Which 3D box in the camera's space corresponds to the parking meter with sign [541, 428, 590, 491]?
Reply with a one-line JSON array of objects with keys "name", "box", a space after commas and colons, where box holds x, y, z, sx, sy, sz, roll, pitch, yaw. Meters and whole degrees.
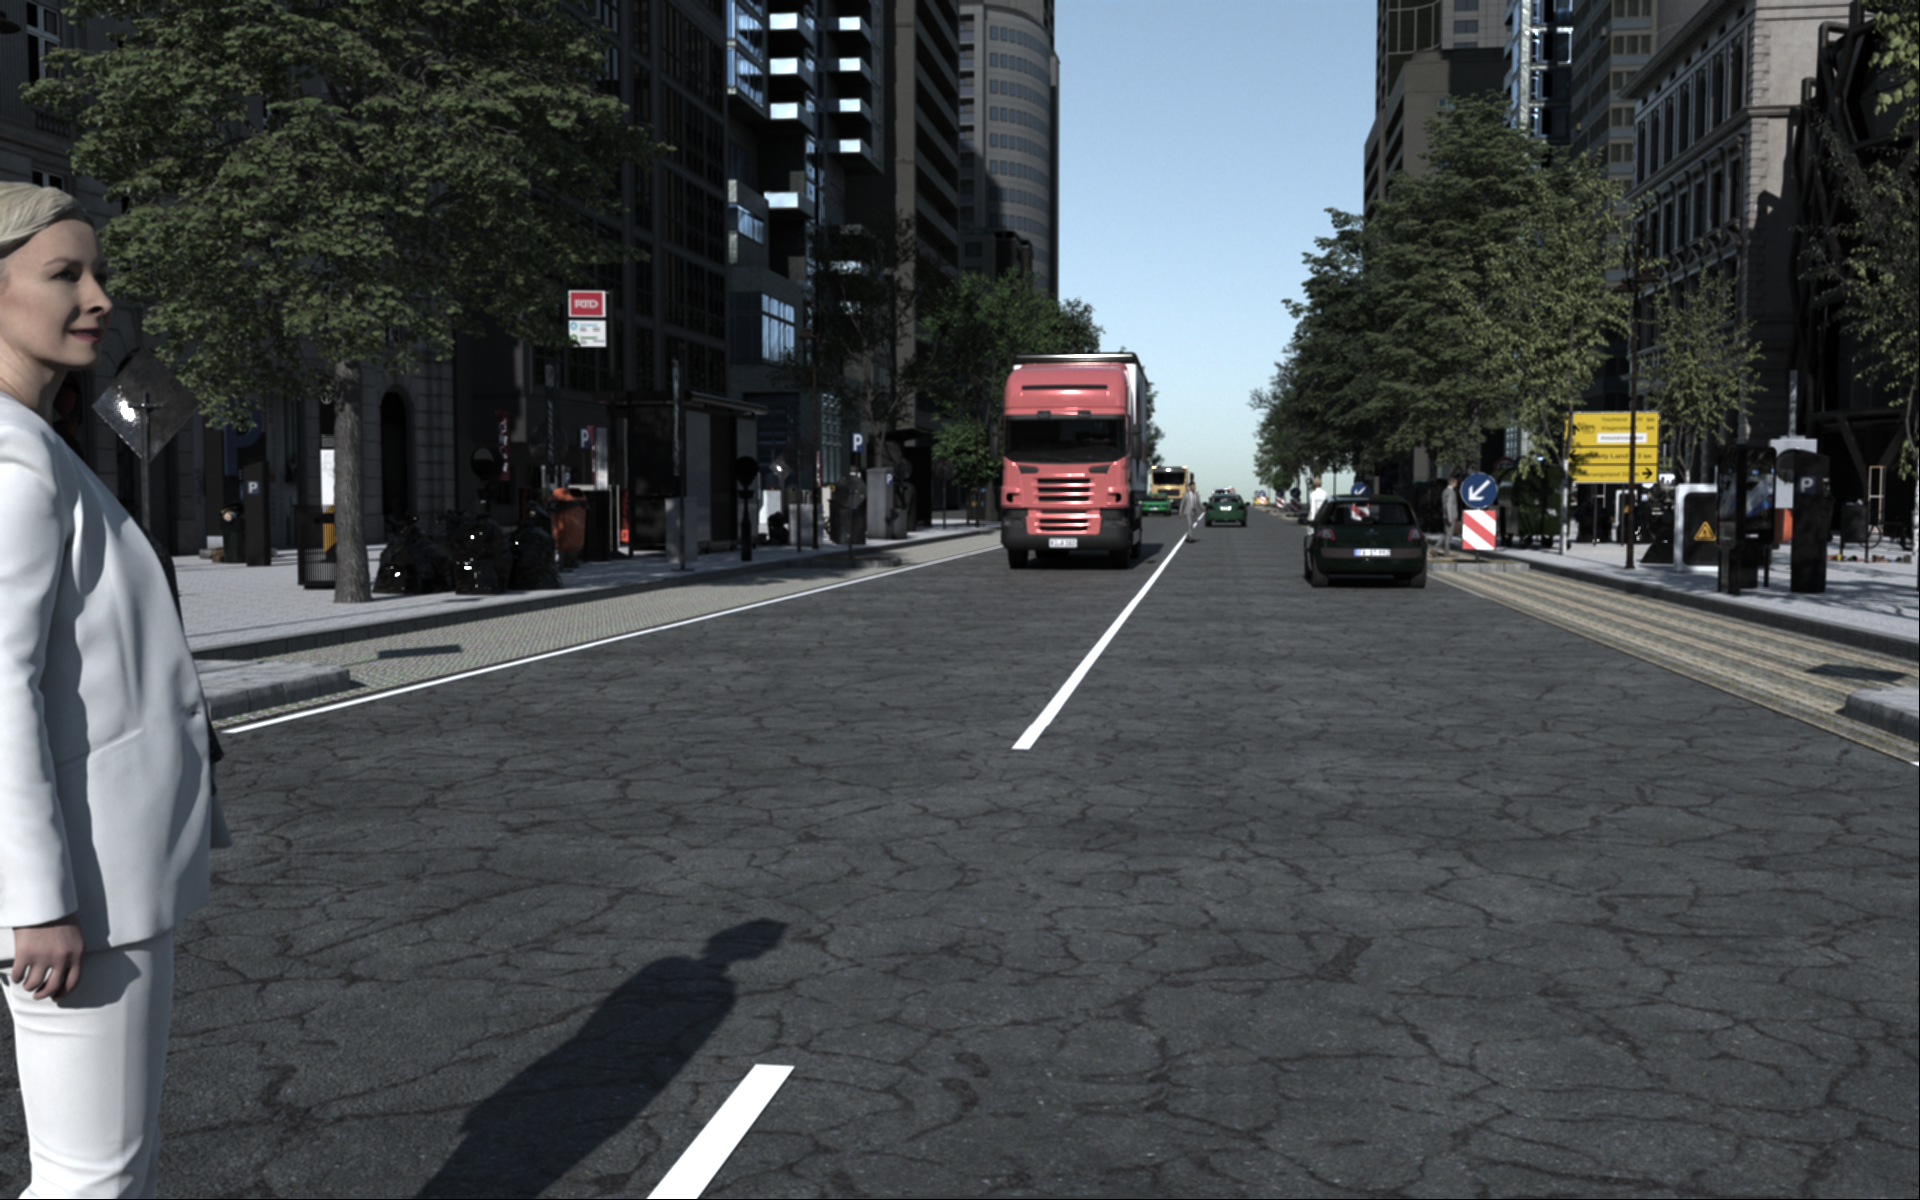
[{"name": "parking meter with sign", "box": [-10.731, -3.045, 46.046, 1.738, 3.016, 0.543, 1, 4, 17]}]

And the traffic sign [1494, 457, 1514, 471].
[{"name": "traffic sign", "box": [18.623, -3.616, 59.231, 0.768, 2.556, 0.104, 1, 4, 9]}]

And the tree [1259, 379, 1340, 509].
[{"name": "tree", "box": [30.295, -13.601, 148.129, 9.928, 11.665, 9.643, 0, 3, 0]}]

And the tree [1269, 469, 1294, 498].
[{"name": "tree", "box": [41.266, -14.605, 222.510, 4.285, 4.588, 4.351, 0, 3, 0]}]

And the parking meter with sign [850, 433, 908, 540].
[{"name": "parking meter with sign", "box": [-2.269, -3.225, 48.993, 1.738, 3.016, 0.543, 2, 4, 35]}]

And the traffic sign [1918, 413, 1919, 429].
[{"name": "traffic sign", "box": [11.888, -1.266, 20.798, 0.768, 2.556, 0.104, 1, 4, 13]}]

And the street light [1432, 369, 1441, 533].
[{"name": "street light", "box": [15.472, -5.109, 56.312, 0.468, 5.910, 1.993, 1, 4, 8]}]

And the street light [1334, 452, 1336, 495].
[{"name": "street light", "box": [22.799, -8.105, 105.299, 0.468, 5.910, 1.993, 1, 4, 8]}]

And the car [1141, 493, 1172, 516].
[{"name": "car", "box": [12.749, -6.340, 112.455, 1.959, 1.807, 4.718, 1, 4, 10]}]

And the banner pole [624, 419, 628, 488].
[{"name": "banner pole", "box": [-9.219, -3.541, 47.910, 0.401, 3.779, 0.863, 0, 4, -5]}]

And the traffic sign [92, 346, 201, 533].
[{"name": "traffic sign", "box": [-5.528, -0.498, 11.780, 0.795, 2.450, 0.064, 1, 4, 8]}]

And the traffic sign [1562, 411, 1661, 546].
[{"name": "traffic sign", "box": [15.974, -2.978, 42.564, 2.265, 3.308, 0.079, 1, 4, 12]}]

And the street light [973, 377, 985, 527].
[{"name": "street light", "box": [0.667, -5.746, 66.729, 0.468, 5.910, 1.993, 1, 4, 8]}]

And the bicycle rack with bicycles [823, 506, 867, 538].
[{"name": "bicycle rack with bicycles", "box": [-3.227, -2.344, 51.712, 2.925, 0.926, 2.852, 0, 4, 6]}]

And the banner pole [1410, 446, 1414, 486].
[{"name": "banner pole", "box": [19.881, -5.271, 76.204, 0.401, 3.779, 0.863, 2, 4, 26]}]

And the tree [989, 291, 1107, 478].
[{"name": "tree", "box": [5.415, -11.062, 97.877, 9.611, 12.733, 9.660, 0, 3, 0]}]

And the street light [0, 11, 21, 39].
[{"name": "street light", "box": [-7.450, -2.427, 12.464, 0.468, 5.910, 1.993, 1, 4, 8]}]

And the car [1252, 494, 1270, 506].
[{"name": "car", "box": [34.735, -11.600, 199.879, 2.015, 1.641, 3.980, 1, 4, 8]}]

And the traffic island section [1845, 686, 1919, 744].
[{"name": "traffic island section", "box": [6.505, 0.748, 10.046, 2.009, 0.180, 2.903, 1, 4, 8]}]

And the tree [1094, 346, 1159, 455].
[{"name": "tree", "box": [12.357, -14.822, 149.002, 9.857, 13.997, 8.962, 0, 3, 0]}]

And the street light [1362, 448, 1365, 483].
[{"name": "street light", "box": [19.489, -6.779, 83.623, 0.468, 5.910, 1.993, 1, 4, 8]}]

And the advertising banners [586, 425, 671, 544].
[{"name": "advertising banners", "box": [-8.477, -2.935, 44.181, 2.074, 3.025, 0.090, -2, 4, -24]}]

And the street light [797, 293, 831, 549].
[{"name": "street light", "box": [-3.355, -4.111, 39.995, 0.468, 5.910, 1.993, 1, 4, 8]}]

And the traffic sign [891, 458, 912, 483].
[{"name": "traffic sign", "box": [-2.081, -3.754, 61.489, 0.768, 2.556, 0.104, 1, 4, 13]}]

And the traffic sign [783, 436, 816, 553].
[{"name": "traffic sign", "box": [-3.533, -2.315, 37.954, 0.768, 2.556, 0.104, 1, 4, 14]}]

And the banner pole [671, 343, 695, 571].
[{"name": "banner pole", "box": [-4.653, -2.363, 28.657, 0.401, 3.779, 0.863, 0, 4, 3]}]

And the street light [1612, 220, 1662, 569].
[{"name": "street light", "box": [11.505, -3.473, 29.570, 0.468, 5.910, 1.993, 1, 4, 8]}]

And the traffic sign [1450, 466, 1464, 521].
[{"name": "traffic sign", "box": [21.063, -4.481, 73.267, 0.884, 2.594, 0.081, 1, 4, 14]}]

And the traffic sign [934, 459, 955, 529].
[{"name": "traffic sign", "box": [-0.567, -3.835, 62.806, 0.768, 2.556, 0.104, 1, 4, 13]}]

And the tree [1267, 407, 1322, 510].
[{"name": "tree", "box": [27.805, -11.546, 139.139, 4.360, 8.622, 3.978, 0, 3, 0]}]

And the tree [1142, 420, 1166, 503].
[{"name": "tree", "box": [14.495, -13.791, 159.901, 8.767, 10.594, 7.601, 0, 4, -6]}]

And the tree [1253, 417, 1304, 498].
[{"name": "tree", "box": [43.307, -19.211, 232.222, 7.486, 12.596, 7.792, 0, 3, 0]}]

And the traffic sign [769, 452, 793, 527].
[{"name": "traffic sign", "box": [-4.885, -2.845, 47.706, 0.795, 2.450, 0.064, 1, 4, 14]}]

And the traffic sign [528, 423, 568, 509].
[{"name": "traffic sign", "box": [-7.325, -1.876, 30.780, 0.768, 2.556, 0.104, 1, 4, 13]}]

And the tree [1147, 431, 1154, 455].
[{"name": "tree", "box": [16.146, -15.352, 176.762, 9.928, 11.665, 9.643, 0, 3, 0]}]

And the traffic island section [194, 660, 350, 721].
[{"name": "traffic island section", "box": [-5.553, 0.638, 11.845, 2.009, 0.180, 2.903, 1, 4, 8]}]

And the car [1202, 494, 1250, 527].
[{"name": "car", "box": [11.826, -3.984, 76.939, 2.131, 1.459, 4.920, 1, 4, 9]}]

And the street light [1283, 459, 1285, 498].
[{"name": "street light", "box": [35.114, -13.158, 187.921, 0.468, 5.910, 1.993, 1, 4, 8]}]

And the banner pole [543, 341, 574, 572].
[{"name": "banner pole", "box": [-6.597, -2.333, 28.170, 0.401, 3.779, 0.863, 0, 4, 7]}]

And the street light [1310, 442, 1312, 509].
[{"name": "street light", "box": [26.783, -9.740, 132.038, 0.468, 5.910, 1.993, 1, 4, 8]}]

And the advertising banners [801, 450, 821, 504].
[{"name": "advertising banners", "box": [-6.046, -4.535, 70.332, 0.090, 3.025, 2.074, -2, 4, -26]}]

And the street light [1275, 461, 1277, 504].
[{"name": "street light", "box": [39.231, -14.803, 214.820, 0.468, 5.910, 1.993, 1, 4, 8]}]

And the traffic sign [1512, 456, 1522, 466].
[{"name": "traffic sign", "box": [18.696, -3.510, 57.502, 0.768, 2.556, 0.104, 1, 4, 13]}]

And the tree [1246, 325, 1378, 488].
[{"name": "tree", "box": [25.187, -12.912, 121.485, 12.009, 13.543, 11.850, 0, 3, 0]}]

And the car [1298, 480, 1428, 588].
[{"name": "car", "box": [6.463, -1.103, 27.819, 2.009, 1.686, 4.222, 1, 4, 9]}]

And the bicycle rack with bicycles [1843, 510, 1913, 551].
[{"name": "bicycle rack with bicycles", "box": [22.030, -1.626, 39.971, 2.925, 0.926, 2.852, -1, 4, -16]}]

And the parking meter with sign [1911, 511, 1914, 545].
[{"name": "parking meter with sign", "box": [24.410, -2.890, 43.519, 0.543, 3.016, 1.738, 3, 5, 44]}]

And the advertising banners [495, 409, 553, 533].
[{"name": "advertising banners", "box": [-9.186, -2.469, 36.548, 0.090, 3.025, 2.074, 1, 4, 20]}]
